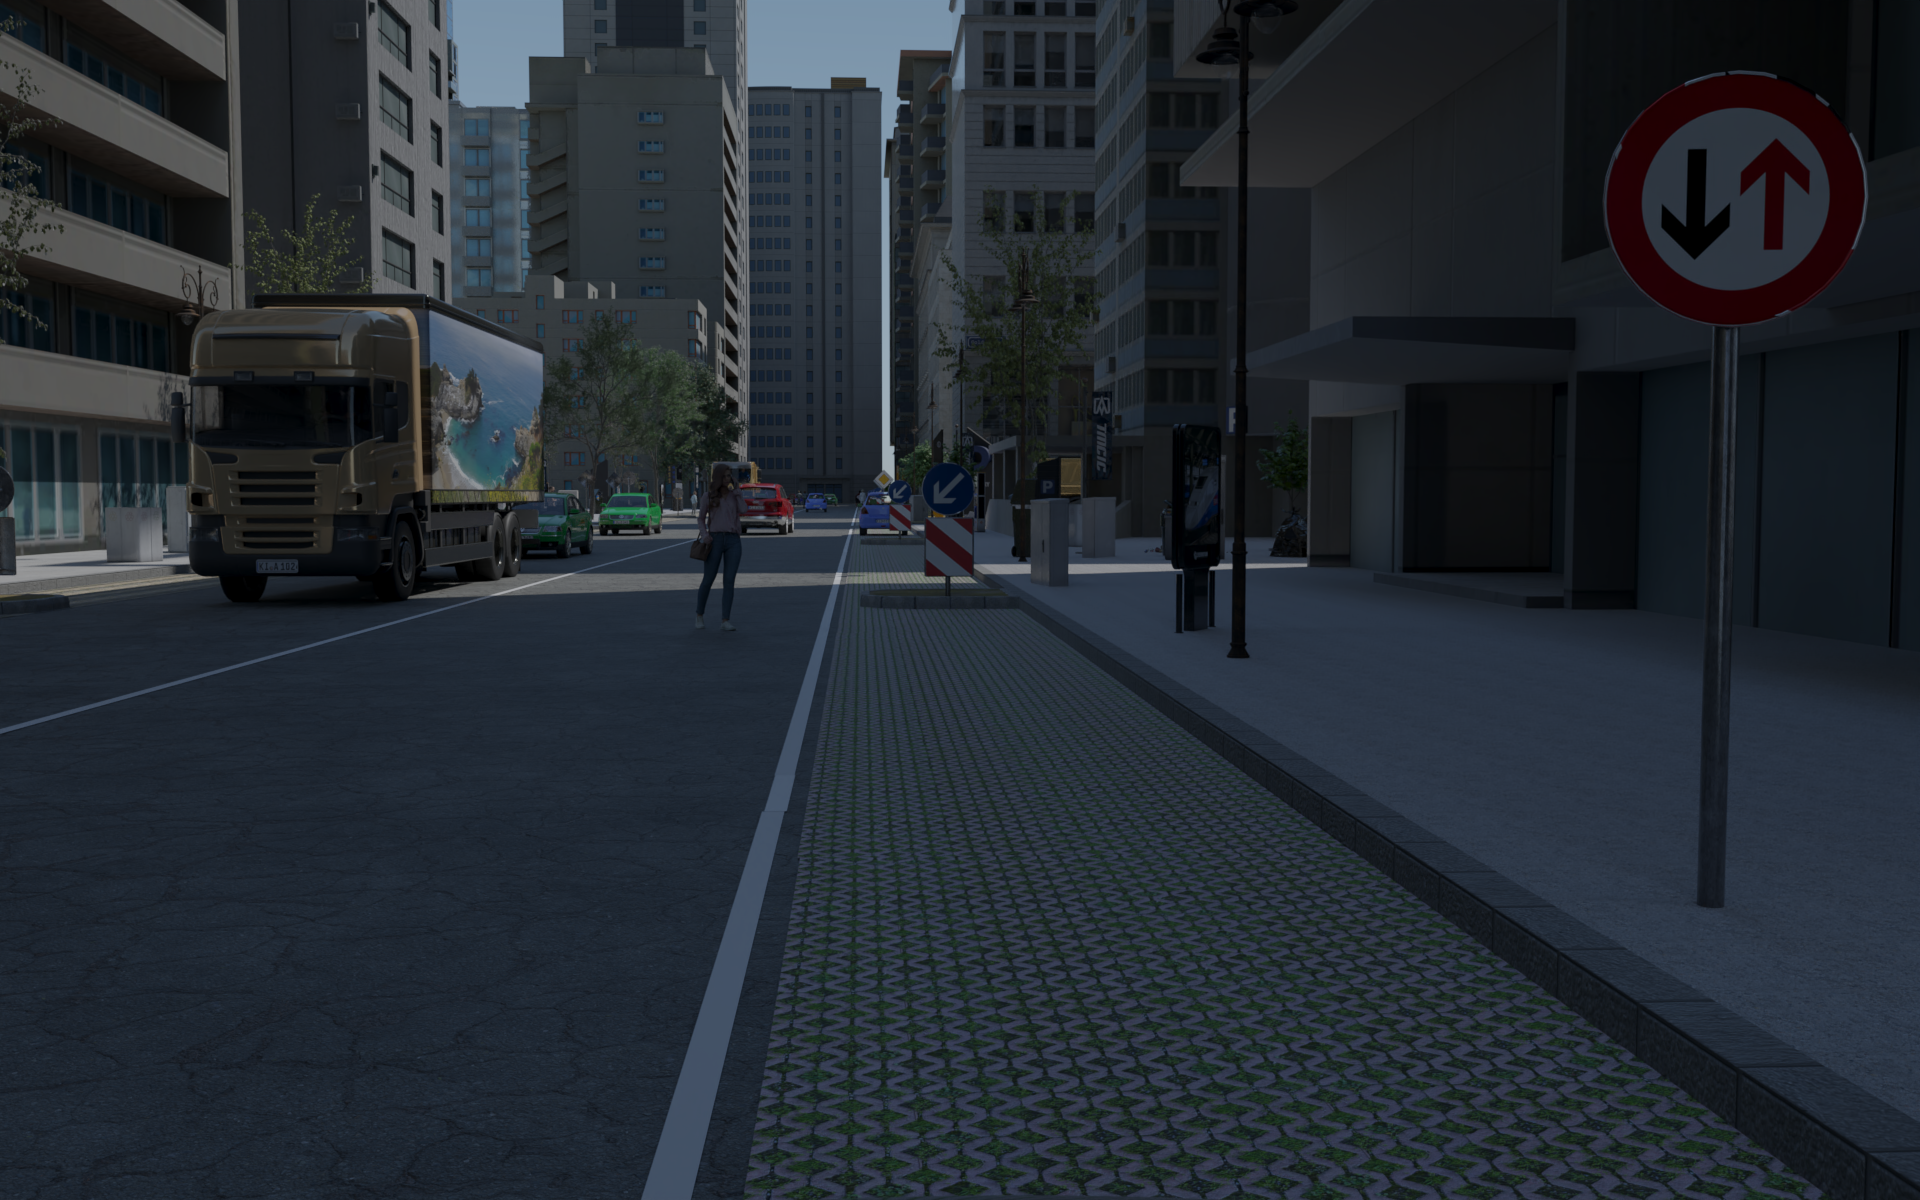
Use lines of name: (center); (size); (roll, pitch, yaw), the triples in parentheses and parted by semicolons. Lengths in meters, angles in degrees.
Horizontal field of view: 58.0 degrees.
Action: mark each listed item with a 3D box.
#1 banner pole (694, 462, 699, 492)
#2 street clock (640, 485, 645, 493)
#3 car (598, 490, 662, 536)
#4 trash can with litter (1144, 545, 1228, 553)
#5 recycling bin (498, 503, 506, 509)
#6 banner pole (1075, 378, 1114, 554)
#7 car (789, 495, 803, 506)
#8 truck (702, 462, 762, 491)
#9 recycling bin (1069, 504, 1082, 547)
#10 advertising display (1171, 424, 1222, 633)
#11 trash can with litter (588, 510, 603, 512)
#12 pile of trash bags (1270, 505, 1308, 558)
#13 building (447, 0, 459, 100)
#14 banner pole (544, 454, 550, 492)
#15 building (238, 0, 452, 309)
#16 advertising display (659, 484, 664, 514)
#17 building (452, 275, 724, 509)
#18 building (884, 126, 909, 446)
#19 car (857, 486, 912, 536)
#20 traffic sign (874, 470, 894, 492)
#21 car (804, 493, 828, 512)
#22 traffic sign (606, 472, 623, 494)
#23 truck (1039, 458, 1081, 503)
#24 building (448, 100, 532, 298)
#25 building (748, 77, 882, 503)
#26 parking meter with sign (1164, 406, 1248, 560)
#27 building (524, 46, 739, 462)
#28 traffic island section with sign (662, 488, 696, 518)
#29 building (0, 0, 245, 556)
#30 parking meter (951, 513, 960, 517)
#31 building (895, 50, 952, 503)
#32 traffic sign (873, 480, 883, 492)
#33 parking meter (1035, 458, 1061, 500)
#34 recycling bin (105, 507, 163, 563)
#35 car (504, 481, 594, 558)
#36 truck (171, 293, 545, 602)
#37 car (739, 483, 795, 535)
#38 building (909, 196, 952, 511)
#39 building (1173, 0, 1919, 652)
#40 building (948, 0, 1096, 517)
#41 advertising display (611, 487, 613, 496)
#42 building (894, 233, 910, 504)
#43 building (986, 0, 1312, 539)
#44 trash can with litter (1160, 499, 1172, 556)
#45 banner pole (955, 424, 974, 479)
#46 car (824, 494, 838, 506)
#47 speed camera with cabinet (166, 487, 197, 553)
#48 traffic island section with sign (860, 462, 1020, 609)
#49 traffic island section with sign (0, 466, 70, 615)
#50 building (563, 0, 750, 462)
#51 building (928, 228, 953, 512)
banner pole: (-20.702, -8.923, 135.903); (0.401, 3.779, 0.863); (2, 4, 24)
street clock: (-25.428, -8.193, 138.518); (0.471, 2.002, 0.358); (1, 4, 16)
car: (-11.644, -3.210, 61.285); (1.959, 1.807, 4.718); (0, 4, -3)
trash can with litter: (4.807, -1.660, 38.206); (1.678, 1.210, 2.233); (-1, 4, -16)
recycling bin: (-18.361, -3.474, 69.351); (0.722, 1.027, 0.722); (2, 4, 24)
banner pole: (2.895, -2.886, 37.207); (0.863, 3.779, 0.401); (2, 4, 25)
car: (-20.516, -12.426, 215.750); (1.945, 1.354, 3.894); (0, 4, -1)
truck: (-13.725, -6.735, 106.035); (3.469, 3.379, 9.791); (0, 4, -4)
recycling bin: (2.953, -1.826, 42.415); (0.722, 1.027, 0.722); (-2, 4, -28)
advertising display: (2.228, -0.678, 16.302); (0.123, 1.923, 0.974); (2, 4, 29)
trash can with litter: (-26.827, -7.025, 125.922); (2.233, 1.210, 1.678); (-1, 4, -16)
pile of trash bags: (8.111, -1.600, 35.918); (3.447, 1.369, 1.912); (-3, 5, -41)
building: (-83.812, -56.938, 243.605); (31.000, 86.520, 22.319); (0, 4, -3)
banner pole: (-26.014, -7.260, 108.724); (0.863, 3.779, 0.401); (-1, 4, -22)
building: (-26.160, -17.735, 61.667); (14.107, 30.474, 14.160); (0, 4, -3)
advertising display: (-18.979, -6.419, 110.164); (0.123, 1.923, 0.974); (0, 4, -2)
building: (-37.811, -19.715, 167.379); (27.650, 21.520, 28.899); (0, 4, -3)
building: (2.828, -40.627, 253.488); (27.495, 52.752, 28.713); (0, 4, -3)
car: (-2.652, -3.117, 60.555); (1.945, 1.707, 3.694); (0, 4, -2)
traffic sign: (-3.137, -4.151, 71.510); (0.795, 2.450, 0.064); (0, 4, -3)
car: (-11.371, -7.790, 136.954); (1.945, 1.707, 3.694); (0, 4, -5)
traffic sign: (-15.719, -4.598, 78.812); (0.795, 2.450, 0.064); (0, 4, -3)
truck: (7.417, -4.894, 75.934); (9.791, 3.379, 3.469); (0, 4, -2)
building: (-63.509, -36.340, 213.764); (30.456, 49.044, 23.786); (0, 4, -3)
building: (-25.291, -43.156, 247.604); (28.212, 58.520, 21.231); (0, 4, -3)
parking meter with sign: (4.799, -2.303, 33.907); (1.738, 3.016, 0.543); (-2, 4, -34)
building: (-36.065, -34.768, 192.154); (21.300, 48.544, 21.600); (0, 4, -3)
traffic island section with sign: (-16.819, -5.800, 103.454); (1.989, 1.847, 2.006); (0, 4, -3)
building: (-29.110, -25.098, 34.053); (21.300, 48.544, 21.600); (0, 4, -3)
parking meter: (-0.152, -3.173, 60.288); (0.372, 1.533, 0.369); (0, 3, 0)
building: (4.820, -31.587, 171.068); (22.147, 44.769, 28.867); (0, 4, -3)
traffic sign: (-3.593, -4.639, 79.482); (0.795, 2.450, 0.064); (0, 4, -3)
parking meter: (1.416, -1.357, 27.904); (0.399, 1.863, 0.255); (1, 4, 12)
recycling bin: (-15.634, -1.238, 32.794); (0.722, 1.027, 0.722); (1, 4, 12)
car: (-9.637, -1.904, 39.923); (1.959, 1.807, 4.718); (0, 4, -2)
truck: (-8.710, -2.298, 26.492); (2.839, 4.237, 11.283); (0, 4, -2)
car: (-7.101, -3.274, 62.200); (2.281, 1.827, 5.304); (0, 4, -2)
building: (4.365, -18.755, 139.931); (16.112, 22.955, 30.059); (0, 4, -3)
building: (17.889, -26.190, 17.448); (28.713, 52.752, 27.495); (0, 4, -3)
building: (14.603, -18.862, 85.882); (29.804, 29.767, 11.434); (0, 4, -3)
advertising display: (-30.677, -9.014, 152.591); (0.123, 1.923, 0.974); (-1, 4, -10)
building: (-0.400, -25.809, 193.671); (14.160, 30.474, 14.107); (0, 4, -3)
building: (17.417, -22.281, 56.177); (32.217, 40.220, 23.993); (0, 4, -3)
trash can with litter: (4.654, -1.492, 35.782); (1.055, 1.170, 0.624); (1, 4, 9)
banner pole: (0.108, -4.420, 62.284); (0.863, 3.779, 0.401); (0, 4, -2)
car: (-15.714, -12.039, 208.631); (2.131, 1.459, 4.920); (0, 4, -2)
speed camera with cabinet: (-16.708, -2.706, 38.575); (0.660, 3.252, 2.038); (1, 4, 19)
traffic island section with sign: (-0.294, -0.841, 22.372); (1.989, 1.847, 2.006); (0, 4, -3)
traffic island section with sign: (-12.112, -0.764, 21.121); (1.989, 1.847, 2.006); (0, 4, -3)
building: (-37.353, -47.635, 217.080); (20.611, 71.187, 20.563); (0, 4, -3)
building: (3.399, -16.009, 116.502); (10.420, 20.320, 16.860); (0, 4, -3)
